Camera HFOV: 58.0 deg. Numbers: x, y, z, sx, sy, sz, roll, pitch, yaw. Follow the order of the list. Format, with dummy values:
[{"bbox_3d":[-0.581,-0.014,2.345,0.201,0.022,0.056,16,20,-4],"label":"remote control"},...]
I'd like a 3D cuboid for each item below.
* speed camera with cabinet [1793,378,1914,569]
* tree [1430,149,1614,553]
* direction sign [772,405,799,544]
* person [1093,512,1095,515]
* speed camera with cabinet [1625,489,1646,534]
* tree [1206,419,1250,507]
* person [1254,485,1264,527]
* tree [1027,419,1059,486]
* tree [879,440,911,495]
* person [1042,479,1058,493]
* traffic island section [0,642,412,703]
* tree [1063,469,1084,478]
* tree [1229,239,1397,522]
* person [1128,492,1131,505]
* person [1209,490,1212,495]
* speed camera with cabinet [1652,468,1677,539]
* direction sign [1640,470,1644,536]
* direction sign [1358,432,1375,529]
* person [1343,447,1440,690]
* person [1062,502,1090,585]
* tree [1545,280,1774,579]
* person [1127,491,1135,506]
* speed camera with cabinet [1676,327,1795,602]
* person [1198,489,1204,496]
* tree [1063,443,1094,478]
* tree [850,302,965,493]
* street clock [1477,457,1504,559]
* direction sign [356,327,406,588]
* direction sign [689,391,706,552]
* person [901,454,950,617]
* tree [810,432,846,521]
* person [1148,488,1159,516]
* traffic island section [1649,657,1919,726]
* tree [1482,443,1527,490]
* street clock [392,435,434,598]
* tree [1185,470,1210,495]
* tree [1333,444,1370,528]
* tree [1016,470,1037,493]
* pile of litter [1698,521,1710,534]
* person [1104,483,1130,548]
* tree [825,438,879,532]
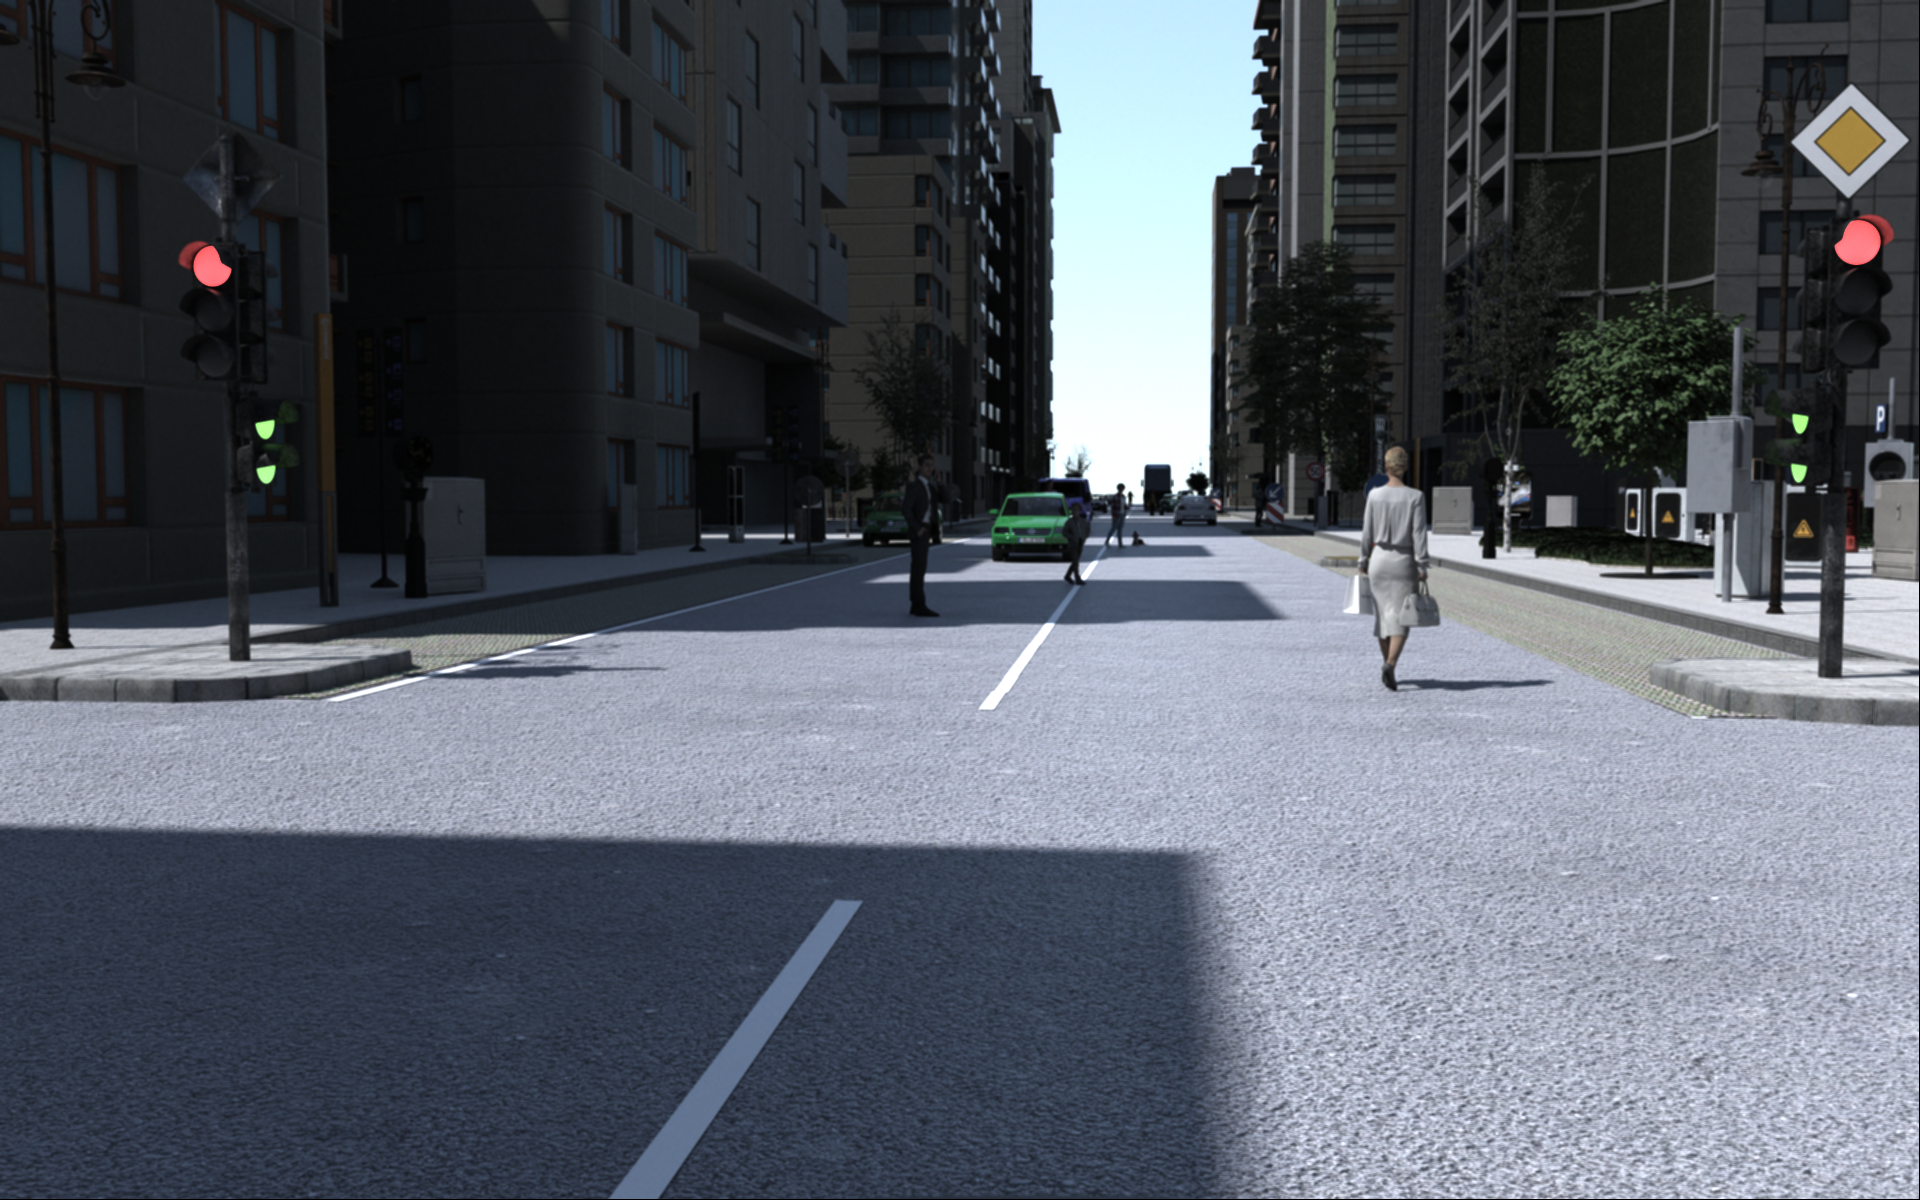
[{"bbox_3d":[15.191,-2.167,29.768,2.038,3.252,0.660,2,4,35],"label":"speed camera with cabinet"},{"bbox_3d":[12.119,-5.361,38.020,4.360,8.622,3.978,0,3,0],"label":"tree"},{"bbox_3d":[-4.448,-3.196,44.246,0.876,3.537,0.379,2,4,35],"label":"direction sign"},{"bbox_3d":[6.075,-4.336,84.891,1.012,1.151,0.738,1,4,16],"label":"person"},{"bbox_3d":[21.985,-3.719,55.142,0.660,3.252,2.038,0,4,-8],"label":"speed camera with cabinet"},{"bbox_3d":[26.375,-13.461,170.450,4.360,8.622,3.978,0,3,0],"label":"tree"},{"bbox_3d":[12.925,-4.044,74.798,0.473,1.802,0.592,1,4,23],"label":"person"},{"bbox_3d":[7.361,-13.128,165.012,4.737,8.622,4.395,0,3,0],"label":"tree"},{"bbox_3d":[-2.725,-4.134,62.196,1.663,3.219,1.824,0,3,0],"label":"tree"},{"bbox_3d":[2.277,-2.213,44.769,0.616,1.811,0.778,-1,4,-10],"label":"person"},{"bbox_3d":[-5.567,0.546,13.356,2.009,0.180,2.903,0,4,6],"label":"traffic island section"},{"bbox_3d":[14.870,-14.881,227.010,4.285,4.588,4.351,0,3,0],"label":"tree"},{"bbox_3d":[15.881,-9.776,77.969,7.486,12.596,7.792,0,3,0],"label":"tree"},{"bbox_3d":[23.033,-13.802,234.878,0.721,1.735,1.217,0,4,-6],"label":"person"},{"bbox_3d":[18.333,-7.145,126.266,0.436,1.711,0.756,0,4,1],"label":"person"},{"bbox_3d":[19.277,-3.127,45.459,2.038,3.252,0.660,3,5,41],"label":"speed camera with cabinet"},{"bbox_3d":[18.938,-3.428,48.052,0.379,3.537,0.876,3,4,36],"label":"direction sign"},{"bbox_3d":[14.951,-4.382,63.649,0.379,3.537,0.876,-2,4,-32],"label":"direction sign"},{"bbox_3d":[3.168,-0.242,12.806,0.694,1.780,0.624,3,5,44],"label":"person"},{"bbox_3d":[1.845,-0.892,27.362,0.475,1.303,0.640,-2,4,-34],"label":"person"},{"bbox_3d":[10.750,-2.629,26.705,4.285,4.588,4.351,0,3,0],"label":"tree"},{"bbox_3d":[20.648,-12.300,209.745,1.348,1.807,0.705,3,5,40],"label":"person"},{"bbox_3d":[9.546,-1.646,21.255,0.660,3.252,2.038,3,5,42],"label":"speed camera with cabinet"},{"bbox_3d":[18.338,-7.584,132.515,1.348,1.822,0.705,-3,4,-38],"label":"person"},{"bbox_3d":[16.862,-18.114,246.520,4.360,8.622,3.978,0,3,0],"label":"tree"},{"bbox_3d":[-2.114,-7.151,67.287,4.360,8.622,3.978,0,3,0],"label":"tree"},{"bbox_3d":[10.514,-1.821,34.352,0.471,2.002,0.358,-1,4,-17],"label":"street clock"},{"bbox_3d":[-7.931,-1.943,23.767,0.876,3.537,0.379,2,4,28],"label":"direction sign"},{"bbox_3d":[-5.885,-2.857,38.704,0.379,3.537,0.876,-1,4,-16],"label":"direction sign"},{"bbox_3d":[-0.395,-0.775,20.526,0.474,1.900,0.648,1,4,15],"label":"person"},{"bbox_3d":[-6.790,-6.021,82.155,4.285,4.588,4.351,0,3,0],"label":"tree"},{"bbox_3d":[12.765,-6.486,114.646,0.705,1.812,1.348,3,4,37],"label":"person"},{"bbox_3d":[6.108,0.622,12.116,2.009,0.180,2.903,0,4,6],"label":"traffic island section"},{"bbox_3d":[17.940,-3.767,56.196,1.663,3.219,1.824,0,3,0],"label":"tree"},{"bbox_3d":[-6.719,-1.025,21.333,0.358,2.002,0.471,2,4,27],"label":"street clock"},{"bbox_3d":[31.099,-14.844,226.407,4.285,4.588,4.351,0,3,0],"label":"tree"},{"bbox_3d":[14.995,-4.392,66.404,1.663,3.219,1.824,0,3,0],"label":"tree"},{"bbox_3d":[5.196,-8.673,136.409,1.663,3.219,1.824,0,3,0],"label":"tree"},{"bbox_3d":[24.479,-2.524,55.236,1.719,0.858,1.176,1,4,21],"label":"pile of litter"},{"bbox_3d":[4.220,-2.262,46.328,0.643,1.720,0.563,3,5,44],"label":"person"},{"bbox_3d":[-3.891,-3.977,59.619,1.663,3.219,1.824,0,3,0],"label":"tree"}]
